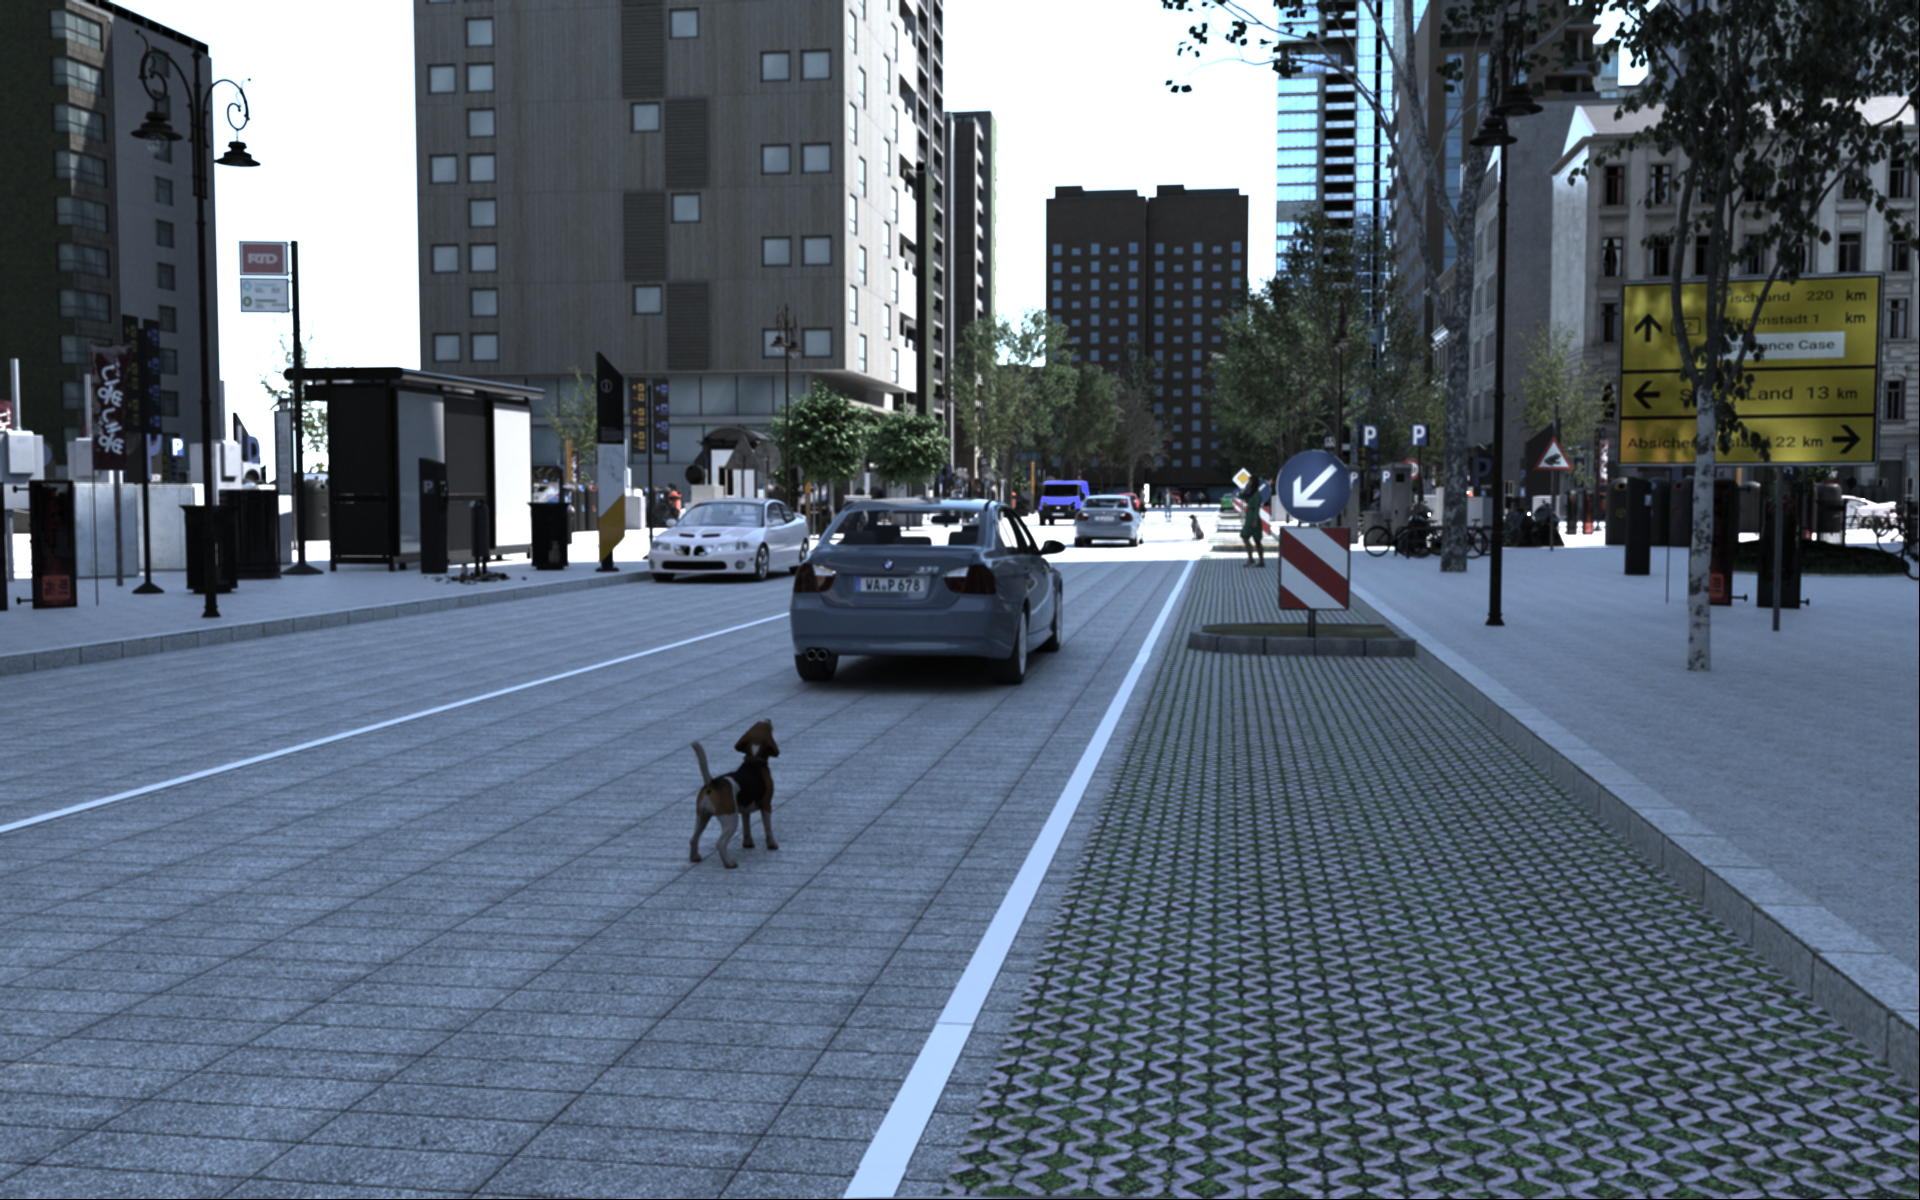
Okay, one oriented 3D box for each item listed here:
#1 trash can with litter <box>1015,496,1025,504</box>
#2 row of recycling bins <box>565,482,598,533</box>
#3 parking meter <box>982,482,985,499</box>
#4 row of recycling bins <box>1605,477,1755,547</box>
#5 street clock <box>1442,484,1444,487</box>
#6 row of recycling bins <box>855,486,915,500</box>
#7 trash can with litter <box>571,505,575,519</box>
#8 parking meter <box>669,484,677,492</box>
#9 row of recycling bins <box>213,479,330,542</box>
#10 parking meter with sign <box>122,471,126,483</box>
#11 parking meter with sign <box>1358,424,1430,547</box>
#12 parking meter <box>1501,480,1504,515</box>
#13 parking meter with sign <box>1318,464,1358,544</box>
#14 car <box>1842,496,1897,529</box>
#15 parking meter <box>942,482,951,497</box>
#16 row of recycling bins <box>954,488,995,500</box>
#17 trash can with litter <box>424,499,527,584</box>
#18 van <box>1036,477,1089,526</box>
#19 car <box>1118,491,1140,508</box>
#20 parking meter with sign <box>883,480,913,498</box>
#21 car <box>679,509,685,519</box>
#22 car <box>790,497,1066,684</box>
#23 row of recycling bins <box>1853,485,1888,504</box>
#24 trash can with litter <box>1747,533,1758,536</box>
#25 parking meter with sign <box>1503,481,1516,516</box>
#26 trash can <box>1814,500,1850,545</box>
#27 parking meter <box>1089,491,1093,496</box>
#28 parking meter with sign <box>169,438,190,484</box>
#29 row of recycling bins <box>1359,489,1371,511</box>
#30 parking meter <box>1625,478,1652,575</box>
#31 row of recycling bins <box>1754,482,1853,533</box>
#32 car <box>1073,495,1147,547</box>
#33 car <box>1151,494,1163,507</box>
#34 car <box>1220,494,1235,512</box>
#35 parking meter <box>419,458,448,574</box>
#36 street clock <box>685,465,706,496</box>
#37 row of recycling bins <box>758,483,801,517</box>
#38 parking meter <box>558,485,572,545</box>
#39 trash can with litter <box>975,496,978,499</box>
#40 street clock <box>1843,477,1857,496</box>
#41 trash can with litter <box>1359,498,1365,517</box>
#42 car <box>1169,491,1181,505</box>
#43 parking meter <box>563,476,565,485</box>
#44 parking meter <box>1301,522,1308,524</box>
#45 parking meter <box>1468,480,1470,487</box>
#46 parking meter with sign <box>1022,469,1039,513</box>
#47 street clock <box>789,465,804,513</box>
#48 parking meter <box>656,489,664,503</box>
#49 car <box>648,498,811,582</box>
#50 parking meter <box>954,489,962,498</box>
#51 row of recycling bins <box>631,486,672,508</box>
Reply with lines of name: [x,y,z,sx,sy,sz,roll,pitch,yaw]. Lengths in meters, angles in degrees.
trash can with litter: [3.294,-5.403,99.718,1.055,1.170,0.624,-2,4,-27]
row of recycling bins: [-12.990,-3.175,59.020,1.069,1.692,3.534,1,4,11]
parking meter: [1.107,-4.570,80.425,0.255,1.863,0.399,1,4,14]
row of recycling bins: [17.453,-2.165,42.504,1.069,1.692,3.534,-2,4,-34]
street clock: [34.868,-7.367,125.013,0.471,2.002,0.358,1,4,14]
row of recycling bins: [-4.010,-5.192,92.006,3.534,1.692,1.069,2,4,25]
trash can with litter: [-15.731,-3.478,68.250,0.624,1.170,1.055,-3,4,-39]
parking meter: [-16.120,-5.596,97.204,0.399,1.863,0.255,-3,4,-36]
row of recycling bins: [-18.780,-2.415,46.592,3.534,1.692,1.069,-3,5,-42]
parking meter with sign: [-47.134,-6.107,96.105,1.738,3.016,0.543,0,4,4]
parking meter with sign: [10.723,-2.840,42.690,1.738,3.016,0.543,-2,4,-31]
parking meter: [22.314,-4.041,71.775,0.255,1.863,0.399,-1,4,-15]
parking meter with sign: [9.894,-2.949,44.473,0.543,3.016,1.738,-2,4,-30]
car: [33.399,-3.326,66.746,4.827,1.381,2.083,1,4,10]
parking meter: [-0.638,-4.610,81.082,0.399,1.863,0.255,-1,4,-16]
row of recycling bins: [0.800,-7.218,125.128,3.534,1.692,1.069,0,4,6]
trash can with litter: [-7.294,-0.893,25.651,1.678,1.210,2.233,0,4,-4]
van: [4.825,-4.611,79.774,2.240,2.365,5.245,1,4,10]
car: [11.592,-6.817,120.498,2.155,1.783,4.494,0,4,8]
parking meter with sign: [-2.948,-5.019,78.325,1.738,3.016,0.543,1,4,13]
car: [-9.763,-3.724,73.243,4.827,1.381,2.083,1,4,10]
car: [-0.173,-0.149,14.436,2.014,1.417,4.499,1,4,9]
row of recycling bins: [41.250,-4.395,78.977,3.534,1.692,1.069,-3,4,-38]
trash can with litter: [24.765,-2.553,52.795,1.678,1.210,2.233,2,4,34]
parking meter with sign: [31.438,-6.286,99.033,1.738,3.016,0.543,1,4,22]
trash can: [20.041,-1.724,39.841,0.748,1.137,0.748,0,3,0]
parking meter: [10.926,-8.364,145.165,0.372,1.533,0.369,0,3,0]
parking meter with sign: [-23.693,-3.533,54.023,1.738,3.016,0.543,1,4,14]
row of recycling bins: [30.977,-7.820,134.966,3.534,1.692,1.069,-3,5,-42]
parking meter: [10.780,-1.169,27.526,0.372,1.533,0.369,0,3,0]
row of recycling bins: [27.468,-3.071,57.320,3.534,1.692,1.069,0,4,-7]
car: [4.162,-2.208,48.106,2.014,1.417,4.499,1,4,9]
car: [21.887,-11.030,189.138,1.959,1.807,4.718,1,4,10]
car: [21.477,-7.824,136.716,1.959,1.807,4.718,1,4,9]
parking meter: [-8.477,-1.358,27.913,0.399,1.863,0.255,1,4,15]
street clock: [-6.633,-2.382,43.518,0.471,2.002,0.358,1,4,19]
row of recycling bins: [-7.037,-3.570,65.489,3.534,1.692,1.069,2,4,30]
parking meter: [-10.047,-2.177,43.999,0.372,1.533,0.369,0,3,0]
trash can with litter: [1.067,-8.089,143.639,0.624,1.170,1.055,-3,5,-42]
street clock: [37.336,-4.167,72.706,0.471,2.002,0.358,-1,4,-11]
trash can with litter: [19.627,-4.452,84.178,1.055,1.170,0.624,0,4,4]
car: [27.357,-13.044,221.941,2.281,1.827,5.304,1,4,11]
parking meter: [-10.955,-2.537,47.185,0.399,1.863,0.255,2,4,26]
parking meter: [14.837,-4.055,74.716,0.372,1.533,0.369,0,3,0]
parking meter: [21.518,-4.185,74.143,0.399,1.863,0.255,0,4,-1]
parking meter with sign: [4.629,-7.590,120.355,1.738,3.016,0.543,0,4,7]
street clock: [-4.160,-2.399,43.796,0.358,2.002,0.471,2,4,32]
parking meter: [-14.022,-4.435,80.929,0.372,1.533,0.369,0,3,0]
car: [-3.883,-1.071,29.867,2.083,1.381,4.827,1,4,9]
parking meter: [-0.100,-4.903,88.583,0.372,1.533,0.369,0,3,0]
row of recycling bins: [-16.620,-5.209,92.273,1.069,1.692,3.534,2,4,28]
